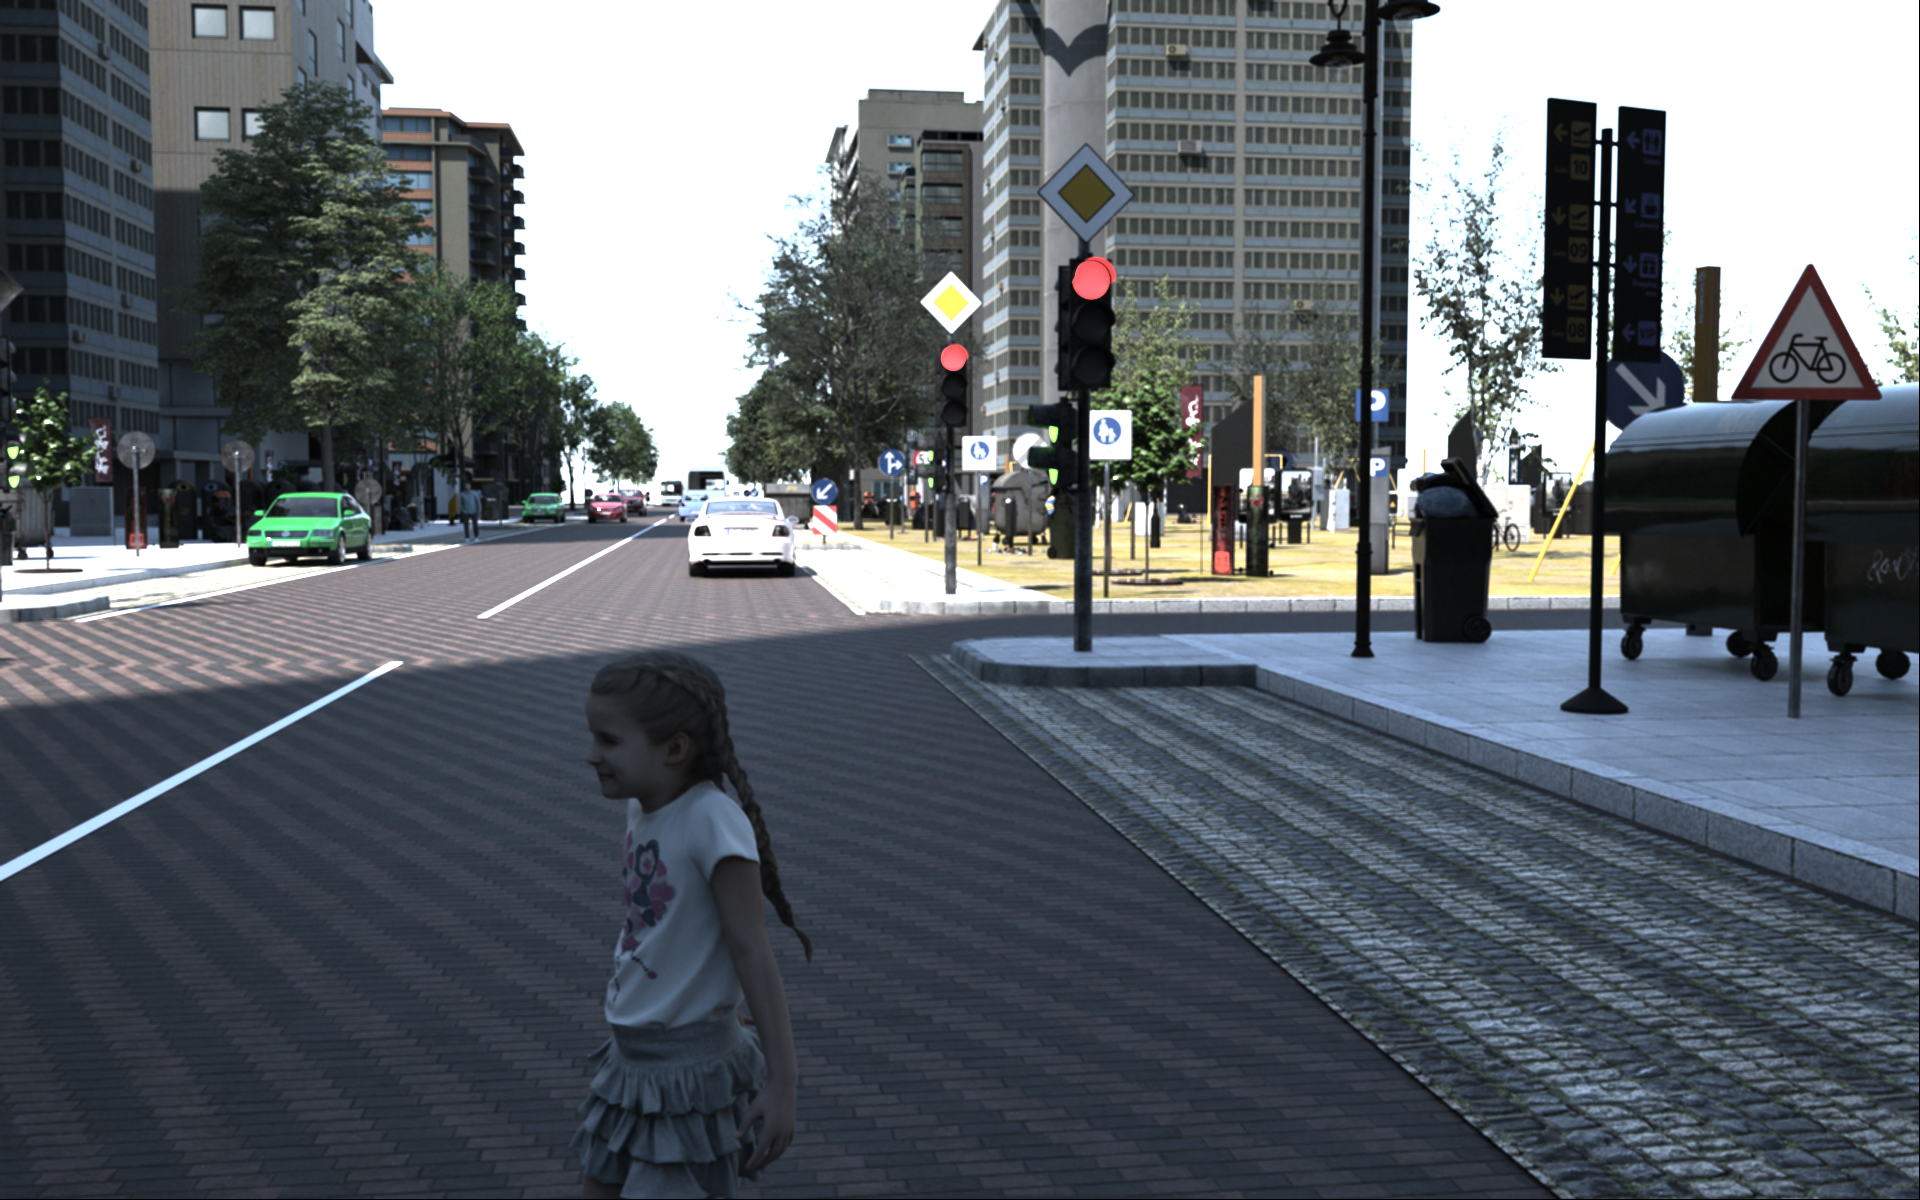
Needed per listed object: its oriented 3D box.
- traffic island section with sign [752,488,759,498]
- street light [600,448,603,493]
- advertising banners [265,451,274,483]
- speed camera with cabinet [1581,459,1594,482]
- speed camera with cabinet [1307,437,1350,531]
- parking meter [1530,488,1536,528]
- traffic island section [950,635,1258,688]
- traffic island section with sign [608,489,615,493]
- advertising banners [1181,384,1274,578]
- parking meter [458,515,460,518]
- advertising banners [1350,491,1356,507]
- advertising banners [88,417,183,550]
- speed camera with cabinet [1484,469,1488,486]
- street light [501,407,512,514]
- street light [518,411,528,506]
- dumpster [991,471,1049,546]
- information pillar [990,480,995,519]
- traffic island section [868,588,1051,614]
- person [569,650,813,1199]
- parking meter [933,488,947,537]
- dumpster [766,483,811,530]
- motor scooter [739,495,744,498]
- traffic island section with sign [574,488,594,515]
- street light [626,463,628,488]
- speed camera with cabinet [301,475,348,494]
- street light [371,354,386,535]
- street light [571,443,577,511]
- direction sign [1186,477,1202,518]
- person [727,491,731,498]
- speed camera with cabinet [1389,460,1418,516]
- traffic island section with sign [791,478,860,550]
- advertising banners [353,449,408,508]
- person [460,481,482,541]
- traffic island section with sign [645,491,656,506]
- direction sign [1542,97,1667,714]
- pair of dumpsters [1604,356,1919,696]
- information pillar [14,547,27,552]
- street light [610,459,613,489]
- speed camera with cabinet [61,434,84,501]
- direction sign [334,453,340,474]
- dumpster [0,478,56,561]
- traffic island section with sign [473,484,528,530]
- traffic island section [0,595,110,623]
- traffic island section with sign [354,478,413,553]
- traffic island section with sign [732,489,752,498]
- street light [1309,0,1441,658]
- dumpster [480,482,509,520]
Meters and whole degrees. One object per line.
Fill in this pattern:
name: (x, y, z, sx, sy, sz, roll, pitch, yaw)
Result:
traffic island section with sign: (-7.455, -3.839, 71.400, 1.989, 1.847, 2.006, 0, 4, -8)
street light: (-34.042, -11.733, 164.620, 0.468, 5.910, 1.993, 0, 4, -8)
advertising banners: (-28.164, -4.477, 69.388, 0.090, 3.025, 2.074, 1, 4, 19)
speed camera with cabinet: (26.072, -4.716, 71.443, 0.660, 3.252, 2.038, 2, 4, 28)
speed camera with cabinet: (12.847, -4.074, 60.950, 2.038, 3.252, 0.660, -3, 4, -37)
parking meter: (21.793, -3.499, 65.624, 0.372, 1.533, 0.369, 0, 3, 0)
traffic island section: (1.029, 0.495, 14.181, 2.009, 0.180, 2.903, 0, 4, -8)
traffic island section with sign: (-29.331, -8.408, 146.093, 1.989, 1.847, 2.006, 0, 4, -8)
advertising banners: (4.162, -1.897, 27.201, 0.090, 3.025, 2.074, -2, 4, -35)
parking meter: (-27.303, -5.223, 93.812, 0.372, 1.533, 0.369, 0, 3, 0)
advertising banners: (20.325, -5.729, 89.861, 2.074, 3.025, 0.090, -1, 4, -22)
advertising banners: (-18.998, -2.676, 39.933, 0.090, 3.025, 2.074, 3, 5, 41)
speed camera with cabinet: (18.358, -4.026, 60.156, 2.038, 3.252, 0.660, -2, 4, -33)
street light: (-23.303, -7.109, 89.026, 0.468, 5.910, 1.993, 0, 4, -8)
street light: (-24.258, -7.558, 96.362, 0.468, 5.910, 1.993, 0, 4, -8)
dumpster: (1.545, -2.327, 43.810, 1.264, 1.857, 1.865, 0, 4, -8)
information pillar: (1.545, -5.088, 87.678, 0.304, 2.012, 0.304, -3, 5, -43)
traffic island section: (-0.097, 0.012, 22.087, 2.009, 0.180, 2.903, 0, 4, -8)
person: (-0.341, 0.675, 2.485, 0.382, 1.210, 0.505, -3, 4, -38)
parking meter: (-0.625, -2.627, 51.366, 0.372, 1.533, 0.369, 0, 3, 0)
dumpster: (-6.847, -3.715, 68.956, 1.865, 1.857, 1.264, 0, 4, -7)
motor scooter: (-27.422, -12.499, 217.132, 0.815, 1.314, 1.986, -1, 4, -10)
traffic island section with sign: (-25.534, -6.775, 119.406, 1.989, 1.847, 2.006, 0, 4, -8)
street light: (-40.963, -14.703, 213.184, 0.468, 5.910, 1.993, 0, 4, -8)
speed camera with cabinet: (-30.366, -5.407, 82.742, 2.038, 3.252, 0.660, -3, 4, -37)
street light: (-18.283, -5.008, 54.673, 0.468, 5.910, 1.993, 0, 4, -8)
street light: (-29.191, -9.668, 130.856, 0.468, 5.910, 1.993, 0, 4, -8)
direction sign: (12.825, -6.289, 94.827, 0.876, 3.537, 0.379, 1, 4, 14)
person: (-27.305, -11.978, 204.328, 0.705, 1.826, 1.348, -2, 4, -32)
speed camera with cabinet: (25.816, -6.508, 100.737, 2.038, 3.252, 0.660, 2, 4, 32)
traffic island section with sign: (-3.654, -2.207, 44.713, 1.989, 1.847, 2.006, 0, 4, -8)
advertising banners: (-22.335, -4.316, 66.748, 2.074, 3.025, 0.090, 0, 3, 0)
person: (-14.775, -2.679, 52.315, 0.660, 1.820, 0.620, 0, 4, -8)
traffic island section with sign: (-40.983, -13.415, 227.960, 1.989, 1.847, 2.006, 0, 4, -8)
direction sign: (3.759, -1.111, 10.158, 0.876, 3.537, 0.379, -2, 4, -23)
pair of dumpsters: (6.029, -0.549, 11.465, 1.574, 2.255, 4.437, -1, 4, -8)
information pillar: (-21.079, -2.090, 38.657, 0.304, 2.012, 0.304, 0, 4, -1)
street light: (-36.017, -12.595, 178.719, 0.468, 5.910, 1.993, 0, 4, -8)
speed camera with cabinet: (-29.708, -3.800, 56.464, 2.038, 3.252, 0.660, -2, 4, -31)
direction sign: (-32.166, -5.961, 89.456, 0.379, 3.537, 0.876, 0, 4, -3)
dumpster: (-18.654, -1.722, 33.909, 1.264, 1.857, 1.865, 0, 4, -8)
traffic island section with sign: (-18.403, -3.719, 69.436, 1.989, 1.847, 2.006, 0, 4, -8)
traffic island section: (-11.425, 0.110, 20.485, 2.009, 0.180, 2.903, 0, 4, -8)
traffic island section with sign: (-14.581, -2.077, 42.588, 1.989, 1.847, 2.006, 0, 4, -8)
traffic island section with sign: (-18.202, -8.461, 146.964, 1.989, 1.847, 2.006, 0, 4, -8)
street light: (3.179, -2.490, 13.496, 0.468, 5.910, 1.993, 0, 4, -8)
dumpster: (-23.001, -4.878, 85.517, 1.264, 1.857, 1.865, 0, 4, -8)
